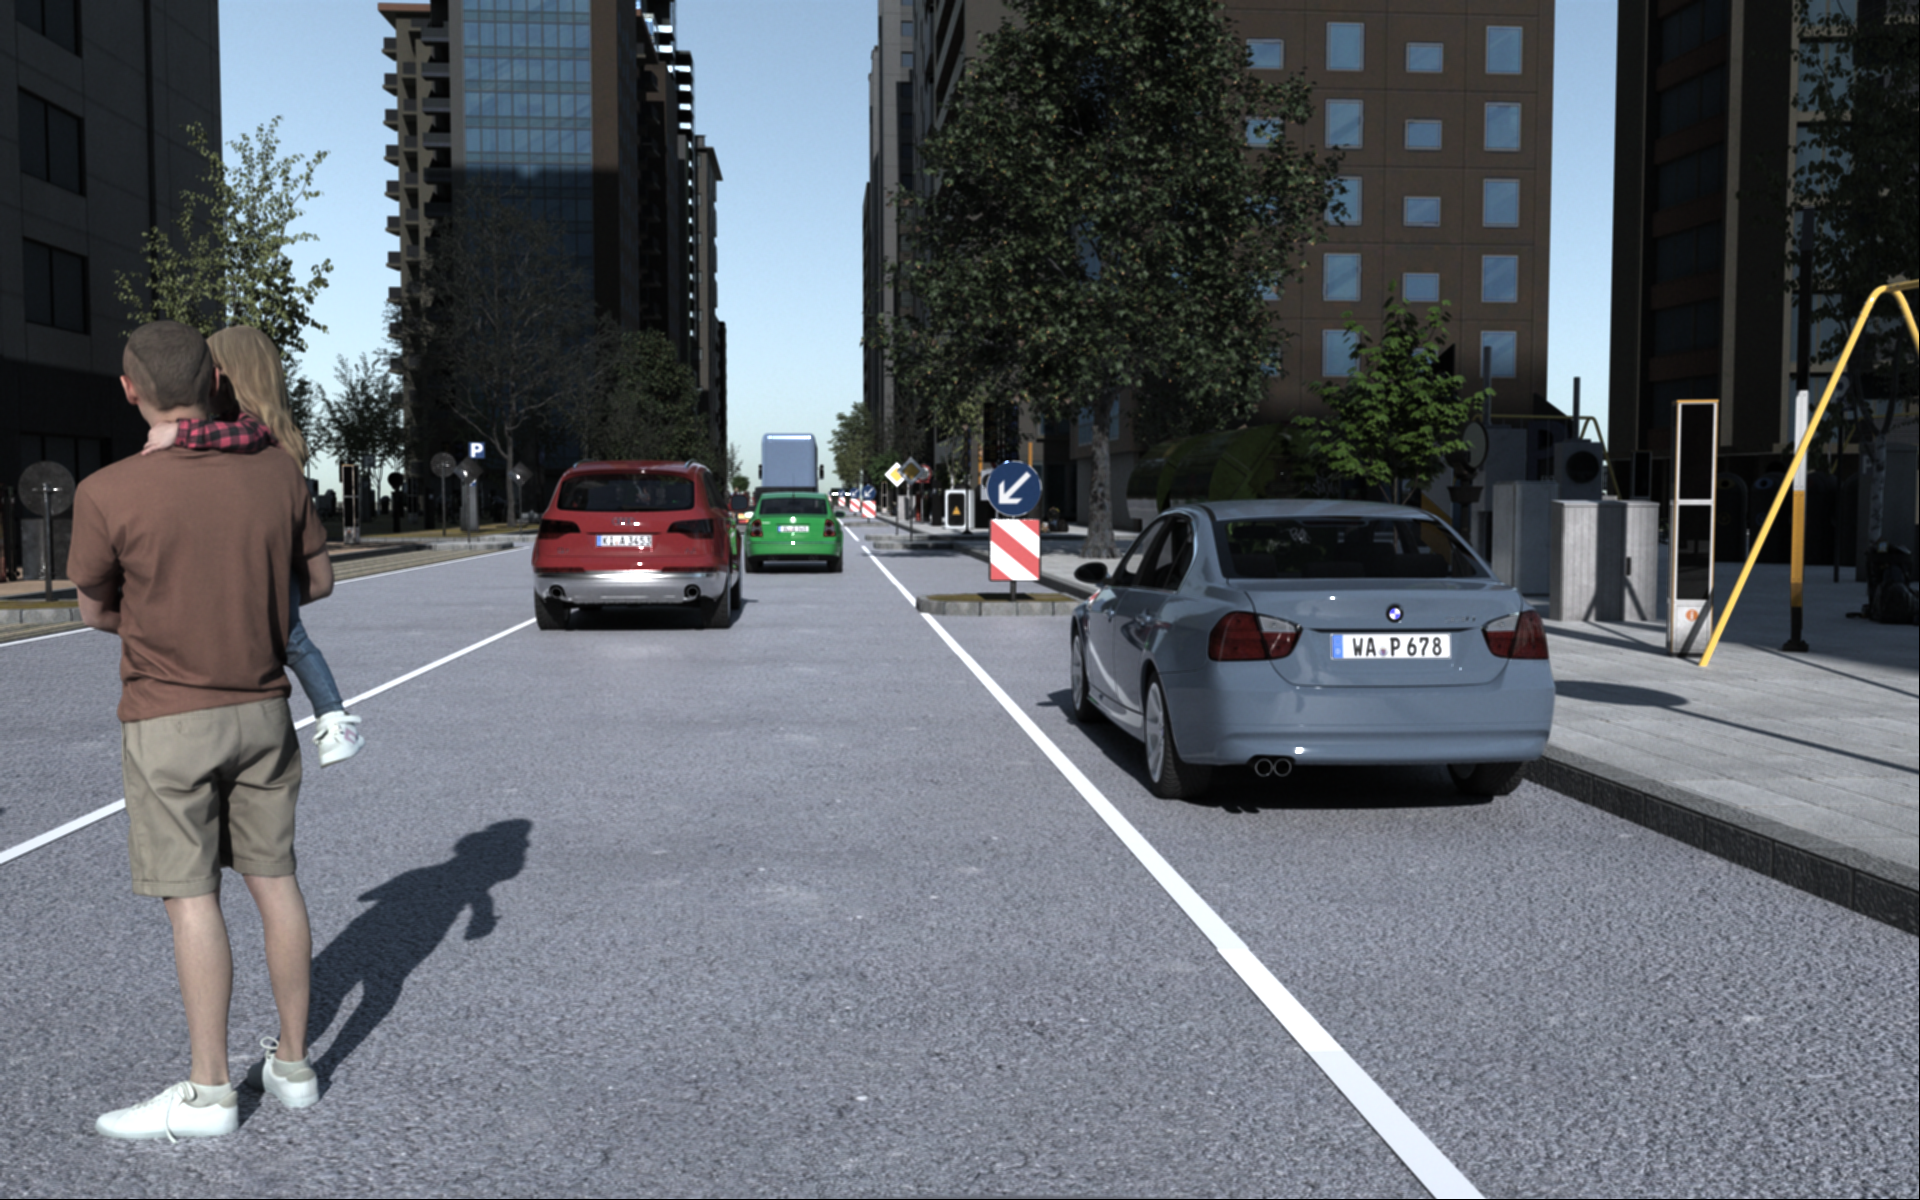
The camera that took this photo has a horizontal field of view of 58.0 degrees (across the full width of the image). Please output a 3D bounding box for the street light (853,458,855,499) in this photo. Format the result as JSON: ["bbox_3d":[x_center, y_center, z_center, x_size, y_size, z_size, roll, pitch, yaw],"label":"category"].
[{"bbox_3d":[-12.556,-14.195,204.876,0.468,5.910,1.993,0,4,-5],"label":"street light"}]

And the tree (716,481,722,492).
[{"bbox_3d":[-28.811,-12.700,202.247,1.663,3.219,1.824,0,3,0],"label":"tree"}]

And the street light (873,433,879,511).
[{"bbox_3d":[-6.220,-9.534,128.661,0.468,5.910,1.993,0,4,-5],"label":"street light"}]

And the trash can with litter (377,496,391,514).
[{"bbox_3d":[-36.400,-5.993,109.371,0.624,1.170,1.055,1,4,10],"label":"trash can with litter"}]

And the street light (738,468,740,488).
[{"bbox_3d":[-32.067,-17.041,251.414,0.468,5.910,1.993,0,4,-5],"label":"street light"}]

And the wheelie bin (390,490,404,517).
[{"bbox_3d":[-31.093,-5.376,95.803,0.693,1.594,0.980,-2,4,-30],"label":"wheelie bin"}]

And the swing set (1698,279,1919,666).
[{"bbox_3d":[7.138,-0.851,11.530,2.862,2.851,3.119,0,4,-8],"label":"swing set"}]

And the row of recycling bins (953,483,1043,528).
[{"bbox_3d":[1.388,-3.530,64.831,3.534,1.692,1.069,1,4,17],"label":"row of recycling bins"}]

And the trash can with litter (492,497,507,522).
[{"bbox_3d":[-20.749,-4.108,78.557,1.055,1.170,0.624,3,4,37],"label":"trash can with litter"}]

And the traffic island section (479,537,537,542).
[{"bbox_3d":[-13.495,-1.888,53.146,2.009,0.180,2.903,0,4,-5],"label":"traffic island section"}]

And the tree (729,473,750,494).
[{"bbox_3d":[-33.967,-17.336,267.160,4.285,4.588,4.351,0,3,0],"label":"tree"}]

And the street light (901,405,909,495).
[{"bbox_3d":[-2.871,-7.147,89.645,0.468,5.910,1.993,0,4,-5],"label":"street light"}]

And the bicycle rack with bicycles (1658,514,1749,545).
[{"bbox_3d":[18.715,-1.836,43.400,2.852,0.926,2.925,-3,4,-37],"label":"bicycle rack with bicycles"}]

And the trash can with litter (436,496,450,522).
[{"bbox_3d":[-23.946,-4.214,80.283,0.624,1.170,1.055,-1,4,-15],"label":"trash can with litter"}]

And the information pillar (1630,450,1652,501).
[{"bbox_3d":[11.422,-1.504,29.088,0.304,2.012,0.304,1,4,15],"label":"information pillar"}]

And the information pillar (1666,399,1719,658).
[{"bbox_3d":[5.760,-0.559,13.635,0.304,2.012,0.304,1,4,15],"label":"information pillar"}]

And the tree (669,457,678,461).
[{"bbox_3d":[-23.845,-9.823,144.315,4.285,4.588,4.351,0,3,0],"label":"tree"}]

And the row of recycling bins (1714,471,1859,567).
[{"bbox_3d":[15.337,-1.515,31.882,1.069,1.692,3.534,-2,4,-33],"label":"row of recycling bins"}]

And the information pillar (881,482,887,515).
[{"bbox_3d":[-4.611,-6.158,105.170,0.304,2.012,0.304,-1,4,-14],"label":"information pillar"}]

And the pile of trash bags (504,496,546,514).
[{"bbox_3d":[-25.581,-5.660,102.295,3.447,1.369,1.912,3,5,40],"label":"pile of trash bags"}]

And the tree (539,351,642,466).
[{"bbox_3d":[-18.557,-8.375,87.299,4.360,8.622,3.978,0,3,0],"label":"tree"}]

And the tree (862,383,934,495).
[{"bbox_3d":[-3.097,-9.714,109.182,4.360,8.622,3.978,0,3,0],"label":"tree"}]

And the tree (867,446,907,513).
[{"bbox_3d":[-4.635,-8.165,117.219,4.285,4.588,4.351,0,3,0],"label":"tree"}]

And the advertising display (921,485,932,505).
[{"bbox_3d":[-2.184,-6.841,117.065,0.974,1.923,0.123,-1,4,-14],"label":"advertising display"}]

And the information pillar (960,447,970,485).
[{"bbox_3d":[0.228,-5.085,74.492,0.504,3.616,0.183,3,5,41],"label":"information pillar"}]

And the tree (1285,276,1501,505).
[{"bbox_3d":[3.889,-1.280,15.536,1.663,3.219,1.824,0,3,0],"label":"tree"}]

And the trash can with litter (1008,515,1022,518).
[{"bbox_3d":[2.159,-2.972,59.972,1.055,1.170,0.624,0,4,5],"label":"trash can with litter"}]

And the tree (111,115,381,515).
[{"bbox_3d":[-14.161,-5.107,33.868,4.737,8.622,4.395,0,3,0],"label":"tree"}]

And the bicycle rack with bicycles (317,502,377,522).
[{"bbox_3d":[-28.894,-4.156,81.337,2.925,0.926,2.852,-2,4,-28],"label":"bicycle rack with bicycles"}]

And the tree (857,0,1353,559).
[{"bbox_3d":[2.837,-7.179,34.389,9.611,12.733,9.660,0,3,0],"label":"tree"}]

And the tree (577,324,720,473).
[{"bbox_3d":[-21.026,-12.220,116.813,9.611,12.733,9.660,0,3,0],"label":"tree"}]

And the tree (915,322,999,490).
[{"bbox_3d":[-0.078,-7.095,66.358,4.737,8.622,4.395,0,3,0],"label":"tree"}]

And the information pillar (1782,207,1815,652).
[{"bbox_3d":[6.820,-1.387,14.032,0.183,3.616,0.504,2,4,27],"label":"information pillar"}]

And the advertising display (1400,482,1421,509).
[{"bbox_3d":[11.180,-2.254,42.065,0.974,1.923,0.123,2,4,28],"label":"advertising display"}]

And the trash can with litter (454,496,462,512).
[{"bbox_3d":[-35.917,-6.863,123.604,1.055,1.170,0.624,-1,4,-9],"label":"trash can with litter"}]

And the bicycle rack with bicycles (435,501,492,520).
[{"bbox_3d":[-25.147,-4.467,86.414,2.925,0.926,2.852,0,4,6],"label":"bicycle rack with bicycles"}]

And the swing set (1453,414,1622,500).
[{"bbox_3d":[11.534,-2.256,34.513,3.119,2.851,2.862,-1,4,-22],"label":"swing set"}]

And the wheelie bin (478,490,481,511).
[{"bbox_3d":[-35.222,-7.244,126.339,0.980,1.594,0.693,-1,4,-13],"label":"wheelie bin"}]

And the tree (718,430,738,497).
[{"bbox_3d":[-26.516,-14.246,183.277,4.360,8.622,3.978,0,3,0],"label":"tree"}]

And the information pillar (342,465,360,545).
[{"bbox_3d":[-15.300,-2.387,43.513,0.304,2.012,0.304,0,4,4],"label":"information pillar"}]

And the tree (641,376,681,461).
[{"bbox_3d":[-19.878,-9.576,106.924,4.360,8.622,3.978,0,3,0],"label":"tree"}]

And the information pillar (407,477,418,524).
[{"bbox_3d":[-23.718,-4.314,75.030,0.304,2.012,0.304,2,4,29],"label":"information pillar"}]

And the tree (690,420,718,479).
[{"bbox_3d":[-24.962,-12.753,158.878,4.360,8.622,3.978,0,3,0],"label":"tree"}]

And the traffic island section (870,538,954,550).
[{"bbox_3d":[-1.278,-1.460,46.147,2.009,0.180,2.903,0,4,-5],"label":"traffic island section"}]

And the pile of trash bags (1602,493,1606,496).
[{"bbox_3d":[41.717,-6.077,109.118,3.447,1.369,1.912,-1,4,-9],"label":"pile of trash bags"}]

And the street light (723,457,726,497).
[{"bbox_3d":[-28.891,-14.662,212.503,0.468,5.910,1.993,0,4,-5],"label":"street light"}]

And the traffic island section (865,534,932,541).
[{"bbox_3d":[-1.944,-1.946,54.104,2.009,0.180,2.903,0,4,-5],"label":"traffic island section"}]

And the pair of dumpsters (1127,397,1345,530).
[{"bbox_3d":[3.036,-1.035,19.423,1.574,2.255,4.437,0,4,-5],"label":"pair of dumpsters"}]

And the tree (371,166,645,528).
[{"bbox_3d":[-17.359,-9.522,66.050,12.009,13.543,11.850,0,3,0],"label":"tree"}]

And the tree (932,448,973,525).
[{"bbox_3d":[-0.248,-4.769,72.567,1.663,3.219,1.824,0,3,0],"label":"tree"}]

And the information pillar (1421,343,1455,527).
[{"bbox_3d":[7.487,-2.186,27.099,0.504,3.616,0.183,2,4,30],"label":"information pillar"}]

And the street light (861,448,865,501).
[{"bbox_3d":[-9.223,-11.763,165.104,0.468,5.910,1.993,0,4,-5],"label":"street light"}]

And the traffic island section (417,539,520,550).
[{"bbox_3d":[-12.829,-1.401,45.188,2.009,0.180,2.903,0,4,-5],"label":"traffic island section"}]

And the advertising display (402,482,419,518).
[{"bbox_3d":[-29.941,-5.452,94.352,0.123,1.923,0.974,3,5,40],"label":"advertising display"}]
